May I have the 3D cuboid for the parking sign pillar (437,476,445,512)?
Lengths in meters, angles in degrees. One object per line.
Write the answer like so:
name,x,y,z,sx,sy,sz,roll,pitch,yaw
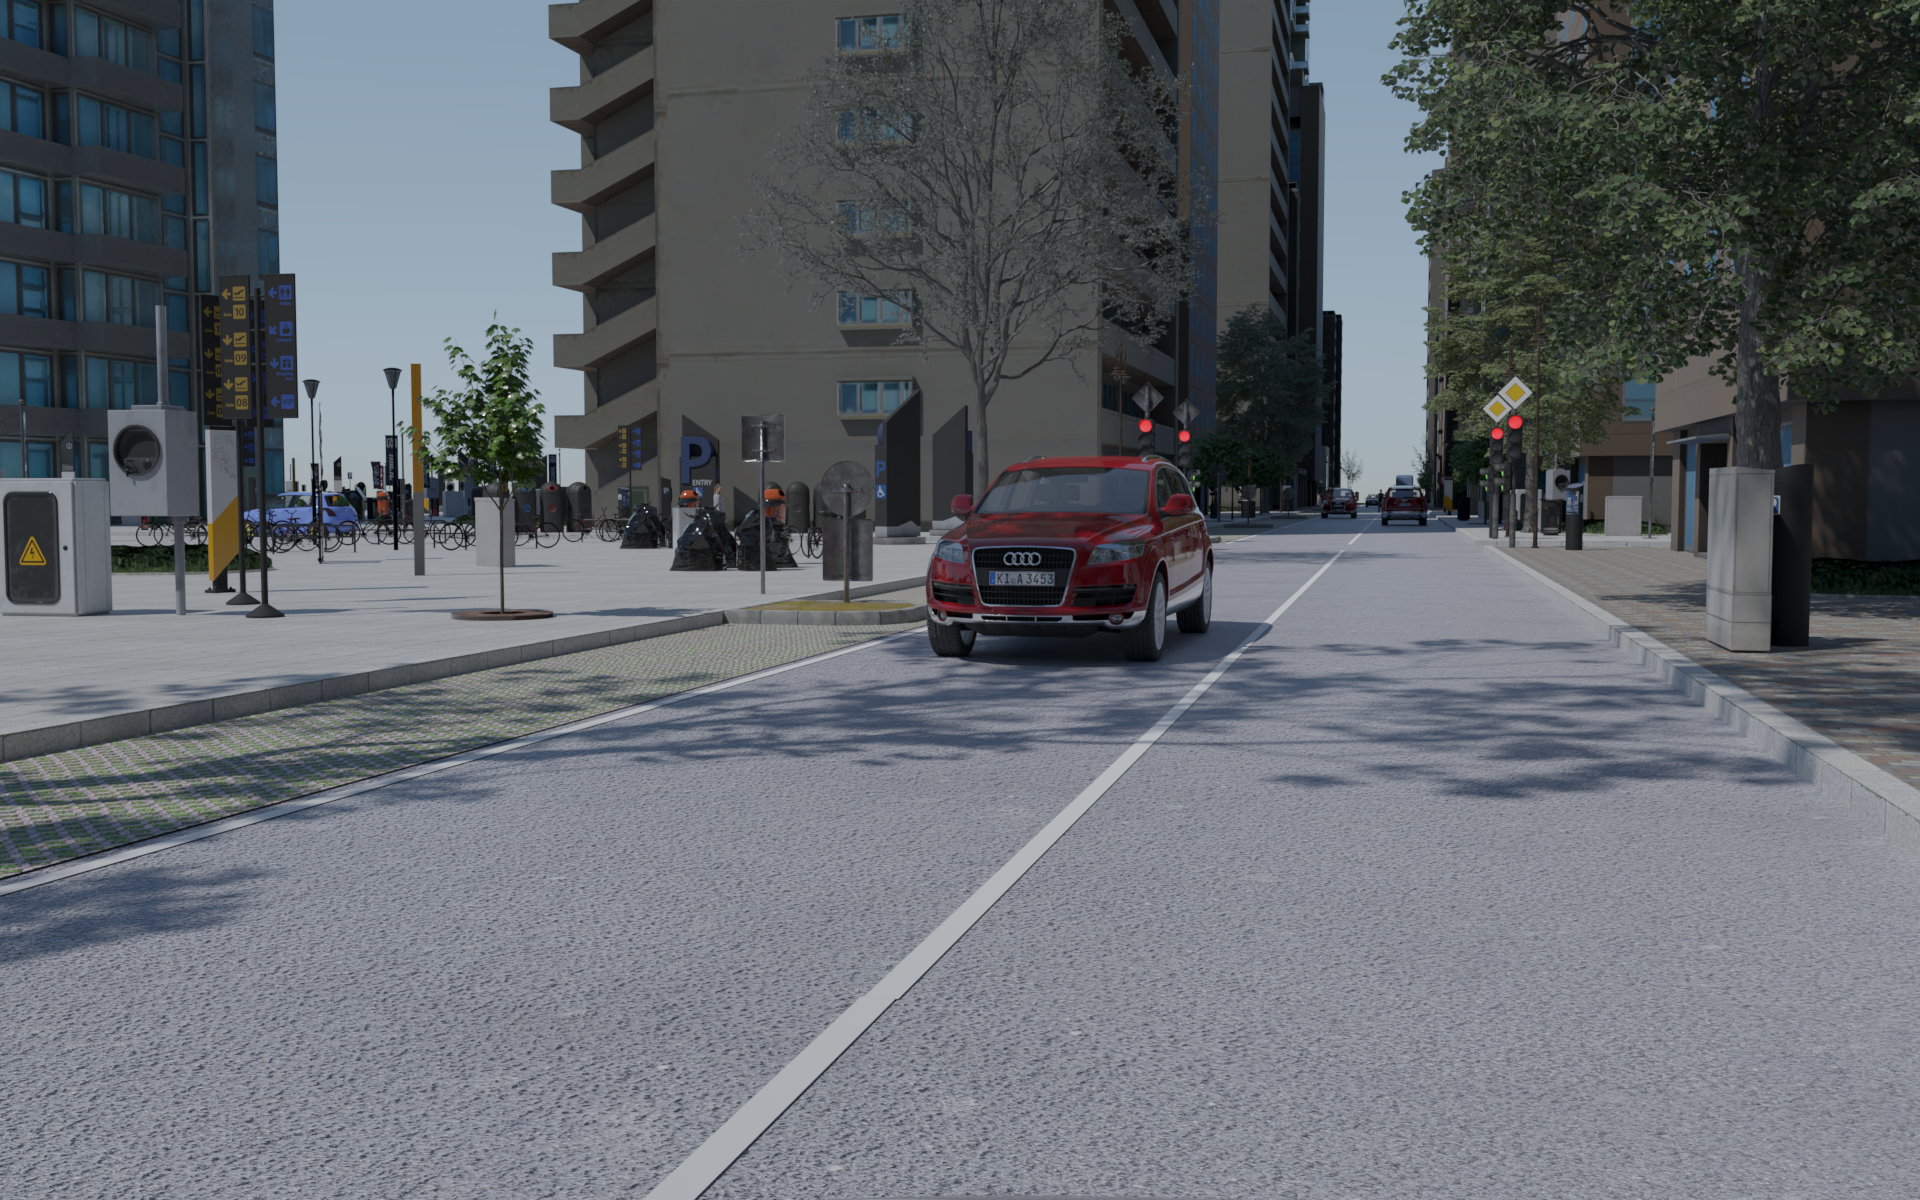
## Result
parking sign pillar,-37.144,-8.286,123.952,1.447,3.967,1.447,-1,4,-20

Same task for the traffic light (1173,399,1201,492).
traffic light,6.686,-3.812,51.248,0.839,4.253,0.868,1,4,14

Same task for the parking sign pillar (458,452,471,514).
parking sign pillar,-29.826,-7.133,105.103,1.447,3.967,1.447,2,4,29

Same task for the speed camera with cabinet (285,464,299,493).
speed camera with cabinet,-43.486,-7.347,114.451,2.038,3.252,0.660,1,4,10

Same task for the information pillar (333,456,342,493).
information pillar,-37.920,-6.989,105.627,0.504,3.616,0.183,0,4,-4

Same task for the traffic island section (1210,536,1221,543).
traffic island section,6.650,-1.781,51.392,2.009,0.180,2.903,1,4,14

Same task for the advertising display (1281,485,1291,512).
advertising display,23.454,-7.297,124.527,0.974,1.923,0.123,-3,5,-41

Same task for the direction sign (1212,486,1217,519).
direction sign,13.091,-5.905,88.546,0.379,3.537,0.876,1,4,22

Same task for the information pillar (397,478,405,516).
information pillar,-26.383,-4.723,81.719,0.304,2.012,0.304,1,4,23

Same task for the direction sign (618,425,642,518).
direction sign,-10.834,-3.970,56.903,0.876,3.537,0.379,1,4,21

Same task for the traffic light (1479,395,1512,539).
traffic light,15.181,-3.681,49.108,0.839,4.253,0.868,1,4,14

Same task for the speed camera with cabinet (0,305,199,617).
speed camera with cabinet,-9.103,-1.461,18.227,2.038,3.252,0.660,1,4,11

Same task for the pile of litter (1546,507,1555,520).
pile of litter,22.004,-3.172,65.825,1.719,0.858,1.176,1,4,10

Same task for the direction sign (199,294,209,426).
direction sign,-8.337,-1.715,20.042,0.379,3.537,0.876,3,4,36

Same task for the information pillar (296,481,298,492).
information pillar,-37.898,-5.762,98.695,0.304,2.012,0.304,-2,4,-24

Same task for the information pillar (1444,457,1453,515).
information pillar,29.454,-6.913,104.385,0.504,3.616,0.183,2,4,27

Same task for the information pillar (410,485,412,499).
information pillar,-43.281,-8.052,136.147,0.304,2.012,0.304,1,4,15

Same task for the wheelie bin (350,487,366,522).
wheelie bin,-27.507,-4.348,78.998,0.693,1.594,0.980,0,4,-5

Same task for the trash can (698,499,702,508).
trash can,-8.649,-2.702,55.830,0.748,1.137,0.748,0,3,0

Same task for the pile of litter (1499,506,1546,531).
pile of litter,19.589,-2.873,60.944,1.176,0.858,1.719,0,4,-5

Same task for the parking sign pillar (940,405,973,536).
parking sign pillar,-0.221,-3.955,53.141,1.447,3.967,1.447,3,4,39

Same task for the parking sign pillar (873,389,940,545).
parking sign pillar,-1.587,-3.411,44.239,1.447,3.967,1.447,3,5,40

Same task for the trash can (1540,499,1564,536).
trash can,18.271,-2.560,53.517,0.748,1.137,0.748,0,3,0

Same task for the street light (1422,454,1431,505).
street light,55.819,-14.319,206.906,0.468,5.910,1.993,1,4,14

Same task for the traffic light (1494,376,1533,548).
traffic light,13.209,-3.208,41.369,0.839,4.253,0.868,1,4,14

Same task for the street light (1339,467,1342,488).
street light,52.960,-16.401,240.944,0.468,5.910,1.993,1,4,14

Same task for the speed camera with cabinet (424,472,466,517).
speed camera with cabinet,-28.484,-6.185,95.455,2.038,3.252,0.660,-3,4,-37

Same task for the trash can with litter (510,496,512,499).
trash can with litter,-29.514,-6.251,113.259,2.233,1.210,1.678,-1,4,-9

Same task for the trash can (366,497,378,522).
trash can,-27.328,-4.225,80.732,0.748,1.137,0.748,0,3,0

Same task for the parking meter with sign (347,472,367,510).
parking meter with sign,-47.783,-8.659,137.839,1.738,3.016,0.543,1,4,12

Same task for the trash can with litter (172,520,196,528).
trash can with litter,-29.286,-3.290,65.180,0.624,1.170,1.055,1,4,19

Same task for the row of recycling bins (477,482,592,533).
row of recycling bins,-14.049,-3.087,57.586,3.534,1.692,1.069,-2,4,-24

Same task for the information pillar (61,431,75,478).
information pillar,-33.216,-4.478,64.568,0.504,3.616,0.183,0,4,4

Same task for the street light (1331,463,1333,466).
street light,44.228,-14.310,206.757,0.468,5.910,1.993,1,4,14

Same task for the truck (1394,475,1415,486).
truck,60.728,-15.109,236.795,2.967,4.110,18.799,1,4,15

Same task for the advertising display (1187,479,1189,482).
advertising display,8.613,-3.730,66.196,0.123,1.923,0.974,1,4,20

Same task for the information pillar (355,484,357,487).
information pillar,-42.760,-7.254,123.099,0.304,2.012,0.304,-3,5,-41

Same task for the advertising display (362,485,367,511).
advertising display,-44.245,-7.521,128.187,0.123,1.923,0.974,1,4,13

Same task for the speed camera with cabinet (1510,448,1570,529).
speed camera with cabinet,21.225,-4.222,63.361,2.038,3.252,0.660,0,4,-7

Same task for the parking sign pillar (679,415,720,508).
parking sign pillar,-8.790,-4.282,58.487,1.447,3.967,1.447,1,4,13

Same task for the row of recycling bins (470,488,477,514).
row of recycling bins,-25.937,-5.367,94.858,1.069,1.692,3.534,0,4,1

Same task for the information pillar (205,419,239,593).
information pillar,-9.593,-1.906,22.510,0.183,3.616,0.504,2,4,25

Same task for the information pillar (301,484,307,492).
information pillar,-50.065,-7.812,132.214,0.304,2.012,0.304,0,4,-7

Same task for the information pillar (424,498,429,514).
information pillar,-34.731,-7.410,112.514,0.504,3.616,0.183,1,4,16

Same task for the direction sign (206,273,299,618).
direction sign,-7.243,-1.587,17.949,0.876,3.537,0.379,1,4,13

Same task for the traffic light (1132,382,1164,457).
traffic light,4.714,-3.339,43.509,0.839,4.253,0.868,1,4,14

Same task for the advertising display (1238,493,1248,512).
advertising display,20.133,-7.183,122.654,0.974,1.923,0.123,3,4,39

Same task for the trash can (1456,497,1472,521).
trash can,24.154,-4.366,83.038,0.748,1.137,0.748,0,3,0

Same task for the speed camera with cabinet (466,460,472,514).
speed camera with cabinet,-28.211,-6.356,98.258,0.660,3.252,2.038,-3,4,-36

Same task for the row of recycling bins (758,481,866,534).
row of recycling bins,-4.838,-3.036,56.759,3.534,1.692,1.069,-1,4,-11

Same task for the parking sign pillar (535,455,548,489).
parking sign pillar,-28.925,-7.961,118.634,1.447,3.967,1.447,-3,5,-43
